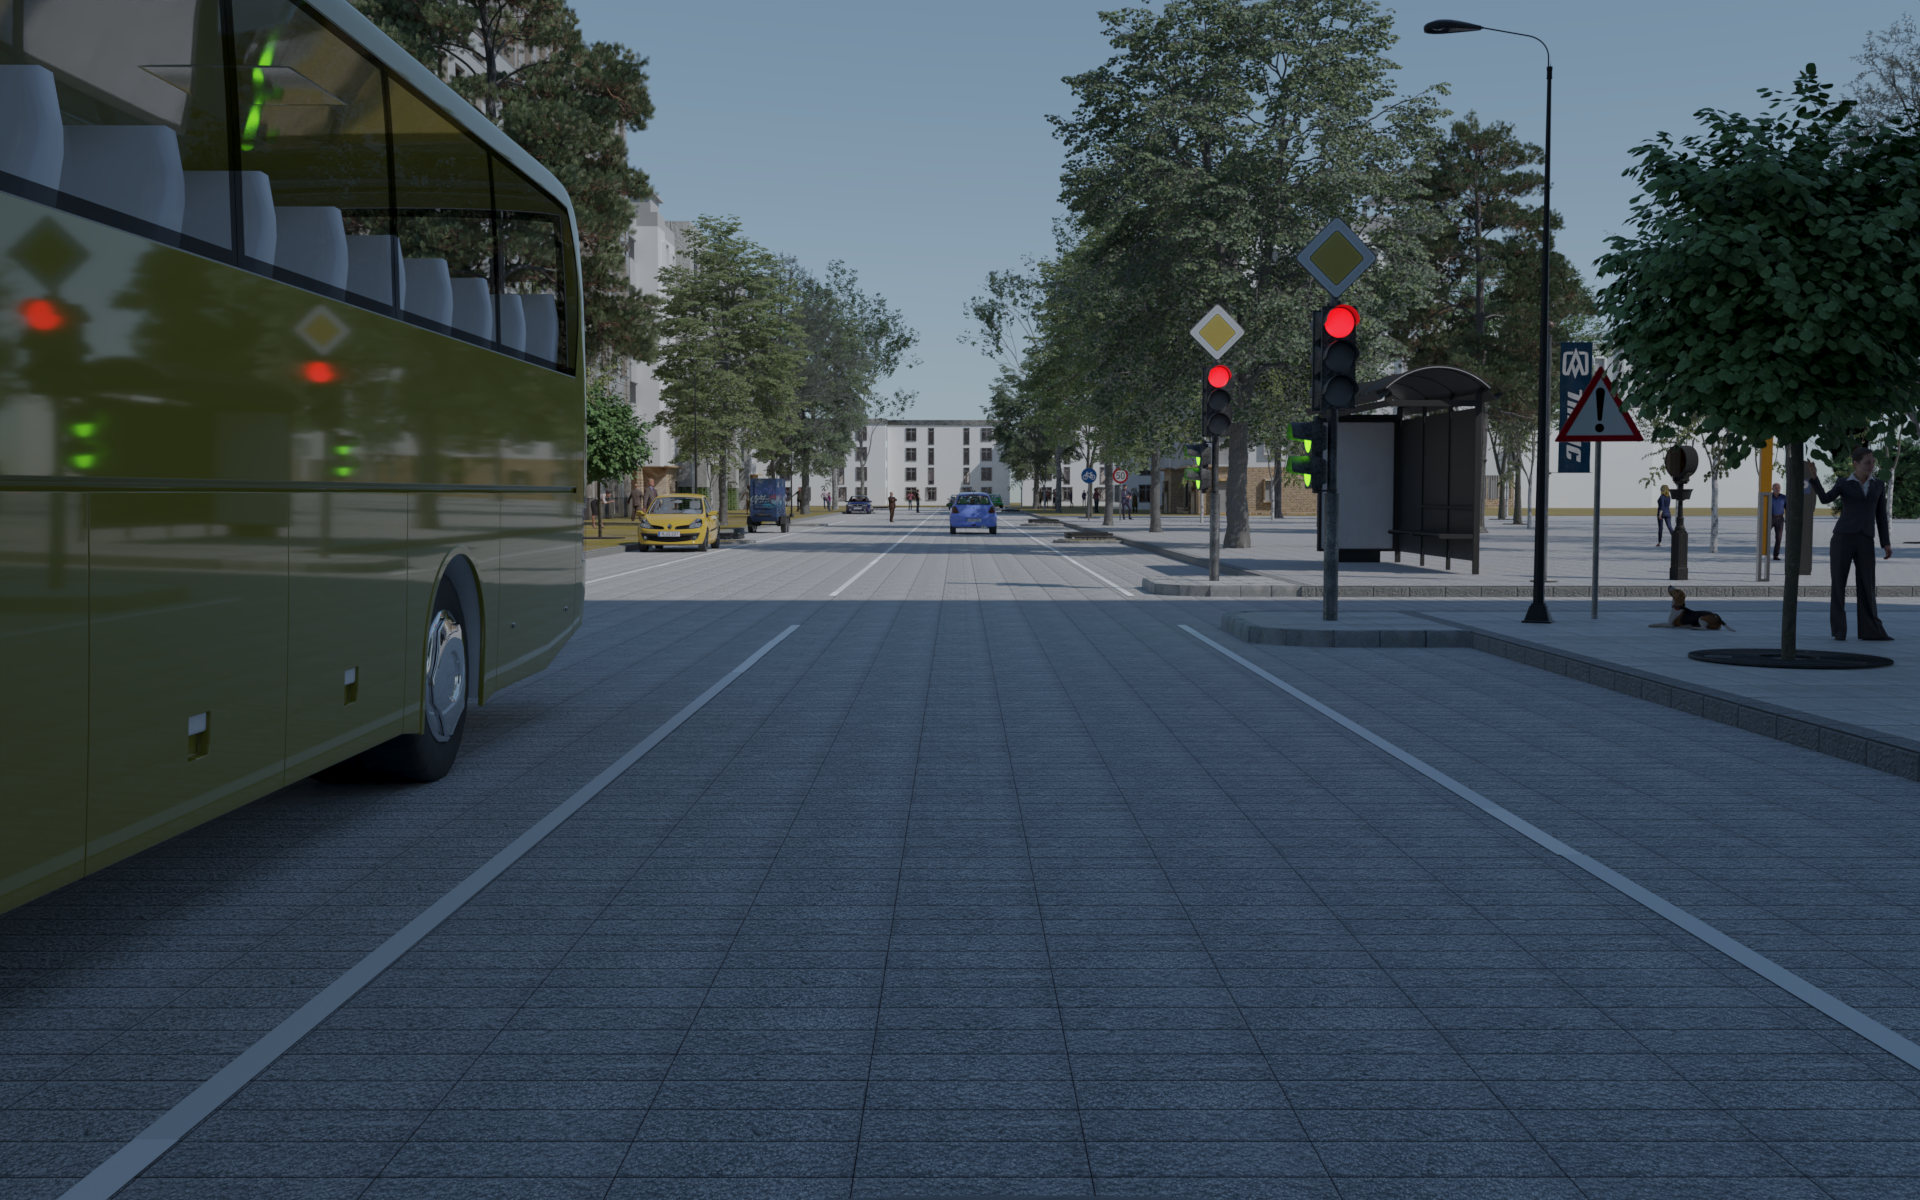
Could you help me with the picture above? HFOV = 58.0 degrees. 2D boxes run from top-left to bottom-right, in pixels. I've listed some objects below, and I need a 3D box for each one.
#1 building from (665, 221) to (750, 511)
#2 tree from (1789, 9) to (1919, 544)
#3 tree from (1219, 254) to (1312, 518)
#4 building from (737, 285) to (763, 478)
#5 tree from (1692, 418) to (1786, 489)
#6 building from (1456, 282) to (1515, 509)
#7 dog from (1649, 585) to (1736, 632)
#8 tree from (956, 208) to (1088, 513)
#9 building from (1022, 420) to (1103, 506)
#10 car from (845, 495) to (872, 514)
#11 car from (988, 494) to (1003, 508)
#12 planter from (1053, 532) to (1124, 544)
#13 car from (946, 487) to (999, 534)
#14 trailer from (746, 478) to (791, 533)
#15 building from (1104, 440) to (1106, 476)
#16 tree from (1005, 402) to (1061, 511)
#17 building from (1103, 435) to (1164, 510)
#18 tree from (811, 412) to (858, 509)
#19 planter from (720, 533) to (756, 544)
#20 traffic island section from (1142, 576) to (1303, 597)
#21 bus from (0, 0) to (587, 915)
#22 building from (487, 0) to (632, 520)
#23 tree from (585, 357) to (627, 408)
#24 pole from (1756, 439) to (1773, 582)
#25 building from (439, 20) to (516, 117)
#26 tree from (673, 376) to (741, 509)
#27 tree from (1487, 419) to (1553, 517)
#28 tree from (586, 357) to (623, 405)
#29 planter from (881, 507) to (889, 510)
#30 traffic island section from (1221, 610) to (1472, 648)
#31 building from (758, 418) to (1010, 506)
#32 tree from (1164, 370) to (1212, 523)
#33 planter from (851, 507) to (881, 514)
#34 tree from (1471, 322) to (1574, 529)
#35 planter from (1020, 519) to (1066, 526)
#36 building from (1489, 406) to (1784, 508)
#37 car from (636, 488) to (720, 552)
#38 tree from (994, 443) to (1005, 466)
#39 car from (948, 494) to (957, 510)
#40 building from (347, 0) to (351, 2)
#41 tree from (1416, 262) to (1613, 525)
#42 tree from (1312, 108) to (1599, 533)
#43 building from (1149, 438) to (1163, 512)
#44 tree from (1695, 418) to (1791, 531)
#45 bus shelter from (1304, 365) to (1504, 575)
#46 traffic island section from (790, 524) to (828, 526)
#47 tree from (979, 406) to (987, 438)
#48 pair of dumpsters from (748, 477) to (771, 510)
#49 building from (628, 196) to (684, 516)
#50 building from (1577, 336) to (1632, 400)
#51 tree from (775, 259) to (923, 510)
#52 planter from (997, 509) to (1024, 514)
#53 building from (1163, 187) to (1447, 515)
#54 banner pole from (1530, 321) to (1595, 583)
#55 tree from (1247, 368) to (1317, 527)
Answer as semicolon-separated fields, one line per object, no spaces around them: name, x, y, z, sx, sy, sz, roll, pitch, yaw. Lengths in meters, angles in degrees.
building;-25.858;-16.005;128.133;16.747;18.905;31.486;0;3;0
tree;24.838;-8.191;44.289;12.009;13.543;11.850;0;3;0
tree;17.098;-11.272;91.719;7.806;13.903;7.818;0;3;0
building;-25.412;-17.925;149.489;16.016;20.091;11.380;0;3;0
tree;32.378;-7.306;69.823;4.737;8.622;4.395;0;3;0
building;43.767;-18.624;160.923;11.380;20.091;16.016;0;3;0
dog;6.944;0.080;16.422;0.550;0.427;0.748;-1;4;-9
tree;6.144;-15.918;116.143;12.611;20.169;13.585;0;3;0
building;20.827;-15.552;196.414;28.070;9.664;9.099;0;3;0
car;-7.247;-6.817;124.044;1.945;1.354;3.894;0;4;-1
car;3.402;-10.125;174.347;1.959;1.807;4.718;0;4;-1
planter;3.751;-1.833;51.102;1.991;0.319;1.994;0;3;0
car;0.462;-3.253;62.783;1.945;1.707;3.694;0;4;-1
trailer;-7.114;-3.453;63.505;1.471;1.999;3.904;0;4;1
building;21.811;-18.772;163.338;16.016;20.091;11.380;0;3;0
tree;6.296;-11.212;133.679;4.360;8.622;3.978;0;3;0
building;17.809;-12.315;143.501;9.099;9.664;28.070;0;3;0
tree;-10.679;-12.101;148.213;4.360;8.622;3.978;0;3;0
planter;-6.966;-1.779;50.227;1.991;0.319;1.994;0;3;0
traffic island section;3.778;-0.202;25.587;2.009;0.180;2.903;0;3;0
bus;-3.714;-0.870;5.770;2.896;3.916;12.252;0;4;-1
building;-23.833;-17.497;83.335;12.463;27.353;25.104;0;3;0
tree;-13.702;-6.712;60.109;4.360;8.622;3.978;0;3;0
pole;11.762;-1.923;25.281;0.158;3.312;0.155;0;3;0
building;-22.103;-12.672;61.937;10.420;20.320;16.860;0;3;0
tree;-14.148;-9.039;98.151;4.360;8.622;3.978;0;3;0
tree;30.558;-8.895;95.795;4.737;8.622;4.395;0;3;0
tree;-12.998;-6.407;55.122;4.737;8.622;4.395;0;3;0
planter;-7.049;-8.149;154.376;1.991;0.319;1.994;0;3;0
traffic island section;3.785;0.286;17.602;2.009;0.180;2.903;0;3;0
building;-8.230;-15.571;196.729;28.070;9.664;9.099;0;3;0
tree;10.582;-7.762;77.266;4.737;8.622;4.395;0;3;0
planter;-7.031;-6.498;127.383;1.991;0.319;1.994;0;3;0
tree;20.936;-6.960;64.153;4.360;8.622;3.978;0;3;0
planter;3.728;-3.481;78.046;1.991;0.319;1.994;0;3;0
building;64.101;-13.601;164.521;28.070;9.664;9.099;0;3;0
car;-7.139;-2.074;44.126;2.015;1.641;3.980;0;4;-1
tree;5.681;-13.123;164.930;4.360;8.622;3.978;0;3;0
car;-0.168;-8.935;158.085;2.014;1.417;4.499;0;4;0
building;-22.770;-10.945;43.586;10.561;19.102;19.286;0;3;0
tree;23.211;-8.964;72.312;9.928;11.665;9.643;0;3;0
tree;16.805;-9.097;56.166;7.806;13.903;7.818;0;3;0
building;21.736;-16.335;123.496;16.016;20.091;11.380;0;3;0
tree;28.836;-7.722;60.668;7.601;10.594;8.767;0;4;4
bus shelter;7.499;-2.203;29.947;2.014;3.302;5.546;0;3;0
traffic island section;-6.981;-3.380;78.124;1.991;0.108;1.994;0;3;0
tree;6.443;-14.671;146.518;9.857;13.997;8.962;0;3;0
pair of dumpsters;-10.949;-5.758;96.638;1.574;2.255;4.436;0;4;0
building;-25.670;-15.294;106.483;16.016;20.091;11.380;0;3;0
building;72.400;-21.037;200.368;11.380;20.091;16.016;0;3;0
tree;-9.028;-17.241;137.786;12.611;20.169;13.585;0;3;0
planter;3.689;-6.504;127.485;1.991;0.319;1.994;0;3;0
building;22.088;-15.640;112.138;16.016;20.091;11.380;0;3;0
banner pole;8.754;-2.148;25.144;0.863;3.779;0.401;0;4;2
tree;13.858;-7.170;67.593;4.737;8.622;4.395;0;3;0
